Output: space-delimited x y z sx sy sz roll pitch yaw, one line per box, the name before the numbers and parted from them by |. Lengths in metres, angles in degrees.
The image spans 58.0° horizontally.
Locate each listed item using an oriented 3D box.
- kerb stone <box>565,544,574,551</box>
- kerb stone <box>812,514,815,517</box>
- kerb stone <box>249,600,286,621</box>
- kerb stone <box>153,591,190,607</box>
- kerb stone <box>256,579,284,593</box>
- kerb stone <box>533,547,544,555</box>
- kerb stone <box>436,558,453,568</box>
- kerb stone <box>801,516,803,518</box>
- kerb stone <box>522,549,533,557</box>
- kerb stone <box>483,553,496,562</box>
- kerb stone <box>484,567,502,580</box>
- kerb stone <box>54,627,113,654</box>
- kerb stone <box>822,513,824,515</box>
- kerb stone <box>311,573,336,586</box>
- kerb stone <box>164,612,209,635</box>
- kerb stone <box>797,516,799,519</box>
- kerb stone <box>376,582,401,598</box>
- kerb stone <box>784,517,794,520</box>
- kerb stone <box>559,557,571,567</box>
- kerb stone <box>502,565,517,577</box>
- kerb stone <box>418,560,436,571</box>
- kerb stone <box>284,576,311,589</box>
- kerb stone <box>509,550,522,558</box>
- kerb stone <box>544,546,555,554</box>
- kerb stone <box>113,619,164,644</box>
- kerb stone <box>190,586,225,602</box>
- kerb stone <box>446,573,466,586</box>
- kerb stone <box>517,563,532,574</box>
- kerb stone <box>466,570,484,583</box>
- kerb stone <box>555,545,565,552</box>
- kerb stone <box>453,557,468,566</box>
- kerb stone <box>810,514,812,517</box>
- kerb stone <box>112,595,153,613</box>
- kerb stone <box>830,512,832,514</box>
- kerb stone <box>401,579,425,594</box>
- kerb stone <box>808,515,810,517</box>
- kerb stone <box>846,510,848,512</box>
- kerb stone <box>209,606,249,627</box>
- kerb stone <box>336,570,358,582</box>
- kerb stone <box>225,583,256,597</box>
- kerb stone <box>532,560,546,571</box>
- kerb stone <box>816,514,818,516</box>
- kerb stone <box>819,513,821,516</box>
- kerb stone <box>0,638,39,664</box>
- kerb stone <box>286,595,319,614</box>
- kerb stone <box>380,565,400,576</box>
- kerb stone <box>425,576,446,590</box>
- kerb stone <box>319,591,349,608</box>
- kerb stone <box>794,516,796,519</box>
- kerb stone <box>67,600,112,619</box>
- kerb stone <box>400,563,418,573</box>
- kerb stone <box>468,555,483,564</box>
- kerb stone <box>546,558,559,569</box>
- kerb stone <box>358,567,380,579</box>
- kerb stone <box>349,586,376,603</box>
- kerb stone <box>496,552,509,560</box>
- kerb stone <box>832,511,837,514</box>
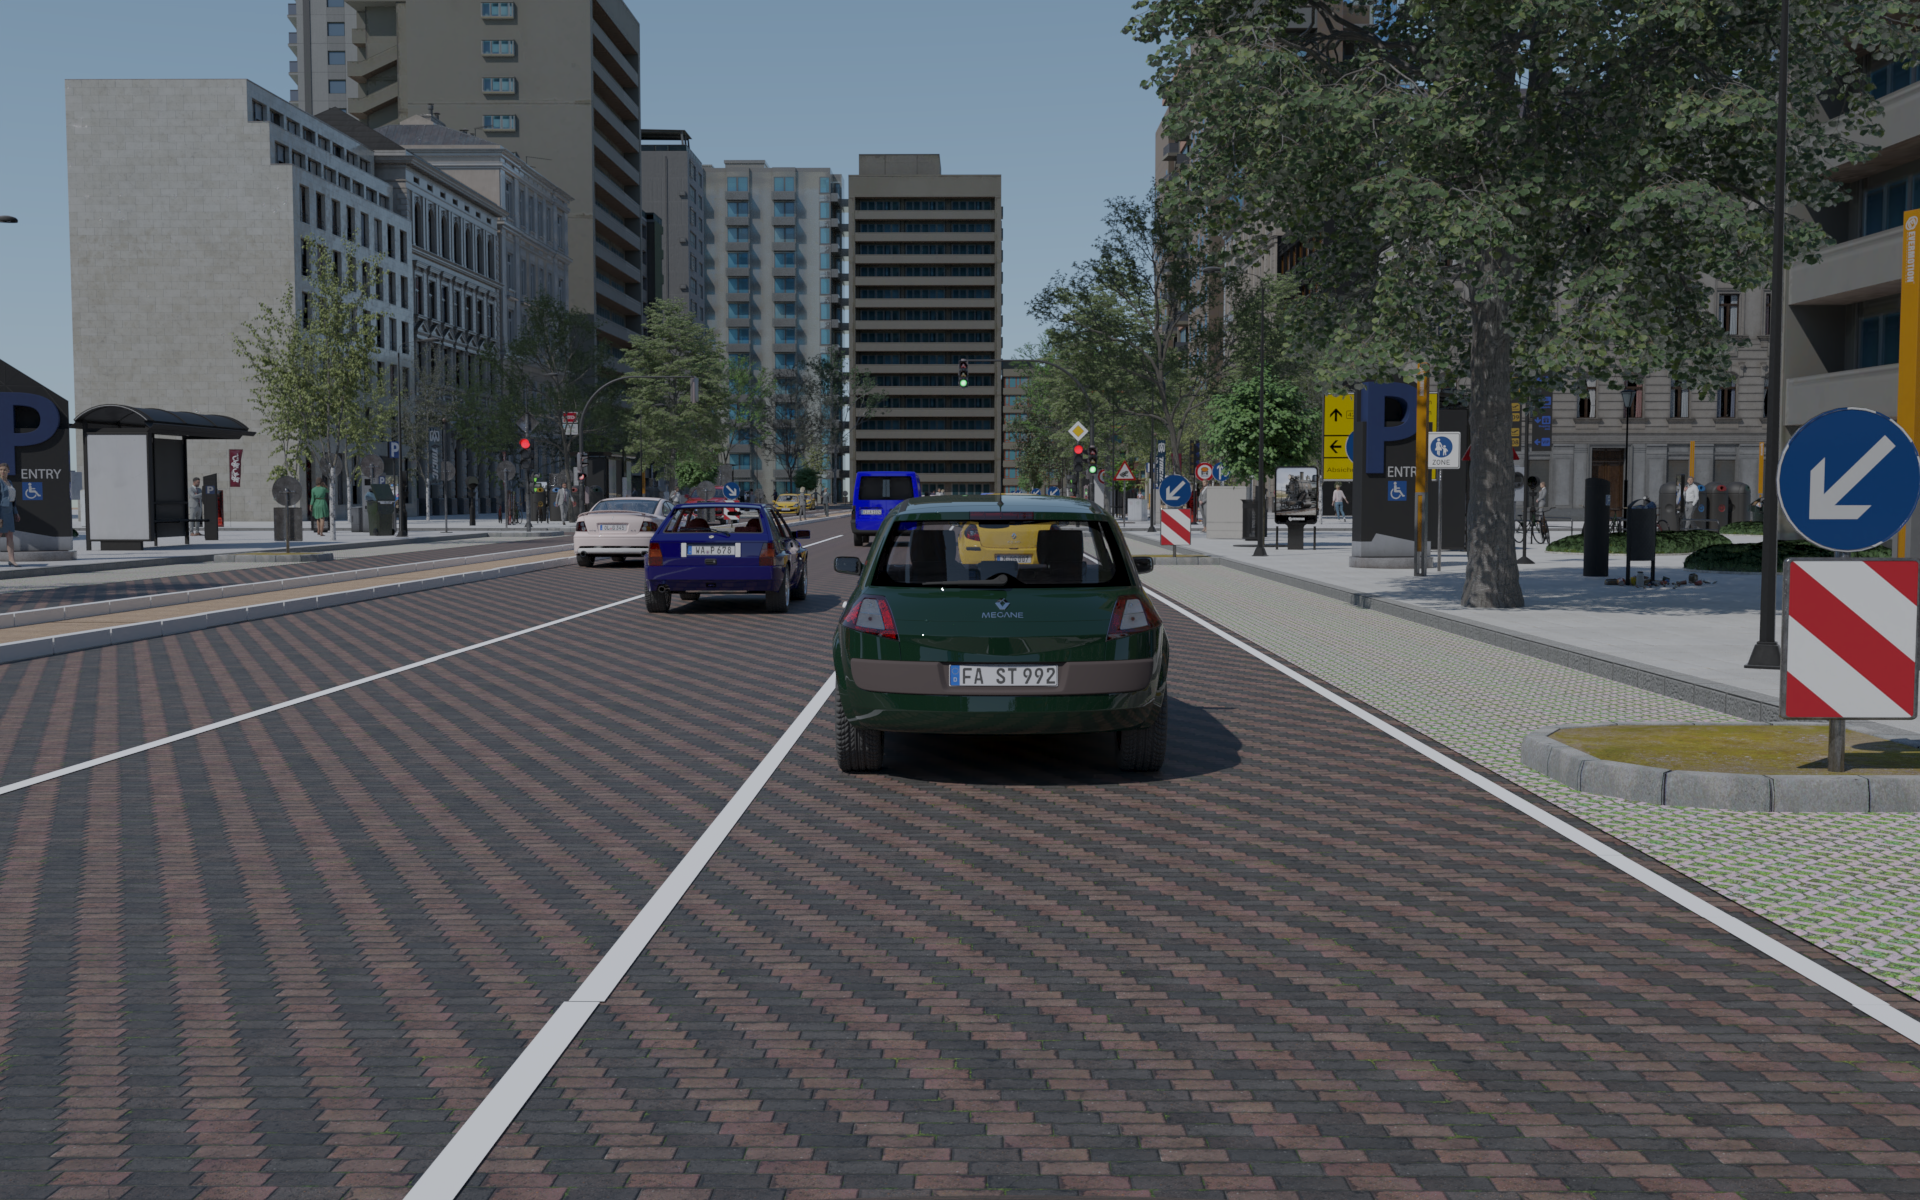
kerb stone | -9.960 -1.316 43.719 0.120 0.150 1.000 0 4 1
kerb stone | -9.296 -5.240 107.867 0.120 0.150 1.000 0 4 1
kerb stone | -8.104 0.129 20.080 0.120 0.150 1.000 0 4 1
kerb stone | -10.188 0.000 22.203 0.120 0.150 1.000 0 4 1
kerb stone | -10.155 -0.184 25.269 0.120 0.150 1.000 0 4 1
kerb stone | -9.996 -1.128 40.634 0.120 0.150 1.000 0 4 1
kerb stone | -10.068 -0.690 33.477 0.120 0.150 1.000 0 4 1
kerb stone | -9.377 -4.798 100.676 0.120 0.150 1.000 0 4 1
kerb stone | -10.007 -1.065 39.612 0.120 0.150 1.000 0 4 1
kerb stone | -10.039 -0.878 36.543 0.120 0.150 1.000 0 4 1
kerb stone | -8.005 -0.427 29.329 0.120 0.150 1.000 0 4 1
kerb stone | -8.149 0.380 15.978 0.120 0.150 1.000 0 4 1
kerb stone | -9.238 -5.616 114.009 0.120 0.150 1.000 0 4 1
kerb stone | -10.137 -0.313 27.326 0.120 0.150 1.000 0 4 1
kerb stone | -8.122 0.258 18.025 0.120 0.150 1.000 0 4 1
kerb stone | -9.404 -4.675 98.623 0.120 0.150 1.000 0 4 1
kerb stone | -8.071 -0.123 24.198 0.120 0.150 1.000 0 4 1
kerb stone | -9.431 -4.479 95.538 0.120 0.150 1.000 0 4 1
kerb stone | -7.965 -0.750 34.465 0.120 0.150 1.000 0 4 1
kerb stone | -7.998 -0.500 30.366 0.120 0.150 1.000 0 4 1
kerb stone | -10.082 -0.627 32.450 0.120 0.150 1.000 0 4 1
kerb stone | -10.144 -0.249 26.304 0.120 0.150 1.000 0 4 1
kerb stone | -10.015 -1.003 38.590 0.120 0.150 1.000 0 4 1
kerb stone | -9.982 -1.190 41.657 0.120 0.150 1.000 0 4 1
kerb stone | -8.136 0.318 17.003 0.120 0.150 1.000 0 4 1
kerb stone | -10.174 -0.062 23.225 0.120 0.150 1.000 0 4 1
kerb stone | -8.035 -0.311 27.276 0.120 0.150 1.000 0 4 1
kerb stone | -7.991 -0.563 31.396 0.120 0.150 1.000 0 4 1
kerb stone | -8.016 -0.373 28.301 0.120 0.150 1.000 0 4 1
kerb stone | -9.978 -1.250 42.698 0.120 0.150 1.000 0 4 1
kerb stone | -10.067 -0.753 34.500 0.120 0.150 1.000 0 4 1
kerb stone | -9.329 -5.115 105.820 0.120 0.150 1.000 0 4 1
kerb stone | -10.200 0.062 21.176 0.120 0.150 1.000 0 4 1
kerb stone | -9.185 -5.981 120.150 0.120 0.150 1.000 0 4 1
kerb stone | -8.053 -0.185 25.220 0.120 0.150 1.000 0 4 1
kerb stone | -9.335 -5.051 104.786 0.120 0.150 1.000 0 4 1
kerb stone | -9.029 -6.869 134.514 0.120 0.150 1.000 0 4 1
kerb stone | -8.123 0.192 19.057 0.120 0.150 1.000 0 4 1
kerb stone | -10.128 -0.376 28.351 0.120 0.150 1.000 0 4 1
kerb stone | -10.160 -0.125 24.247 0.120 0.150 1.000 0 4 1
kerb stone | -7.987 -0.620 32.419 0.120 0.150 1.000 0 4 1
kerb stone | -9.283 -5.365 109.914 0.120 0.150 1.000 0 4 1
kerb stone | -9.262 -5.487 111.959 0.120 0.150 1.000 0 4 1
kerb stone | -8.159 0.443 14.954 0.120 0.150 1.000 0 4 1
kerb stone | -8.093 0.066 21.108 0.120 0.150 1.000 0 4 1
kerb stone | -10.099 -0.502 30.406 0.120 0.150 1.000 0 4 1
kerb stone | -8.047 -0.245 26.249 0.120 0.150 1.000 0 4 1
kerb stone | -8.082 0.003 22.144 0.120 0.150 1.000 0 4 1
kerb stone | -9.423 -4.547 96.561 0.120 0.150 1.000 0 4 1
kerb stone | -10.208 0.125 20.152 0.120 0.150 1.000 0 4 1
kerb stone | -10.097 -0.565 31.428 0.120 0.150 1.000 0 4 1
kerb stone | -10.047 -0.811 35.522 0.120 0.150 1.000 0 4 1
kerb stone | -7.973 -0.686 33.443 0.120 0.150 1.000 0 4 1
kerb stone | -10.114 -0.439 29.377 0.120 0.150 1.000 0 4 1
kerb stone | -8.078 -0.056 23.166 0.120 0.150 1.000 0 4 1
kerb stone | -10.025 -0.940 37.565 0.120 0.150 1.000 0 4 1
kerb stone | -9.129 -6.242 124.247 0.120 0.150 1.000 0 4 1
